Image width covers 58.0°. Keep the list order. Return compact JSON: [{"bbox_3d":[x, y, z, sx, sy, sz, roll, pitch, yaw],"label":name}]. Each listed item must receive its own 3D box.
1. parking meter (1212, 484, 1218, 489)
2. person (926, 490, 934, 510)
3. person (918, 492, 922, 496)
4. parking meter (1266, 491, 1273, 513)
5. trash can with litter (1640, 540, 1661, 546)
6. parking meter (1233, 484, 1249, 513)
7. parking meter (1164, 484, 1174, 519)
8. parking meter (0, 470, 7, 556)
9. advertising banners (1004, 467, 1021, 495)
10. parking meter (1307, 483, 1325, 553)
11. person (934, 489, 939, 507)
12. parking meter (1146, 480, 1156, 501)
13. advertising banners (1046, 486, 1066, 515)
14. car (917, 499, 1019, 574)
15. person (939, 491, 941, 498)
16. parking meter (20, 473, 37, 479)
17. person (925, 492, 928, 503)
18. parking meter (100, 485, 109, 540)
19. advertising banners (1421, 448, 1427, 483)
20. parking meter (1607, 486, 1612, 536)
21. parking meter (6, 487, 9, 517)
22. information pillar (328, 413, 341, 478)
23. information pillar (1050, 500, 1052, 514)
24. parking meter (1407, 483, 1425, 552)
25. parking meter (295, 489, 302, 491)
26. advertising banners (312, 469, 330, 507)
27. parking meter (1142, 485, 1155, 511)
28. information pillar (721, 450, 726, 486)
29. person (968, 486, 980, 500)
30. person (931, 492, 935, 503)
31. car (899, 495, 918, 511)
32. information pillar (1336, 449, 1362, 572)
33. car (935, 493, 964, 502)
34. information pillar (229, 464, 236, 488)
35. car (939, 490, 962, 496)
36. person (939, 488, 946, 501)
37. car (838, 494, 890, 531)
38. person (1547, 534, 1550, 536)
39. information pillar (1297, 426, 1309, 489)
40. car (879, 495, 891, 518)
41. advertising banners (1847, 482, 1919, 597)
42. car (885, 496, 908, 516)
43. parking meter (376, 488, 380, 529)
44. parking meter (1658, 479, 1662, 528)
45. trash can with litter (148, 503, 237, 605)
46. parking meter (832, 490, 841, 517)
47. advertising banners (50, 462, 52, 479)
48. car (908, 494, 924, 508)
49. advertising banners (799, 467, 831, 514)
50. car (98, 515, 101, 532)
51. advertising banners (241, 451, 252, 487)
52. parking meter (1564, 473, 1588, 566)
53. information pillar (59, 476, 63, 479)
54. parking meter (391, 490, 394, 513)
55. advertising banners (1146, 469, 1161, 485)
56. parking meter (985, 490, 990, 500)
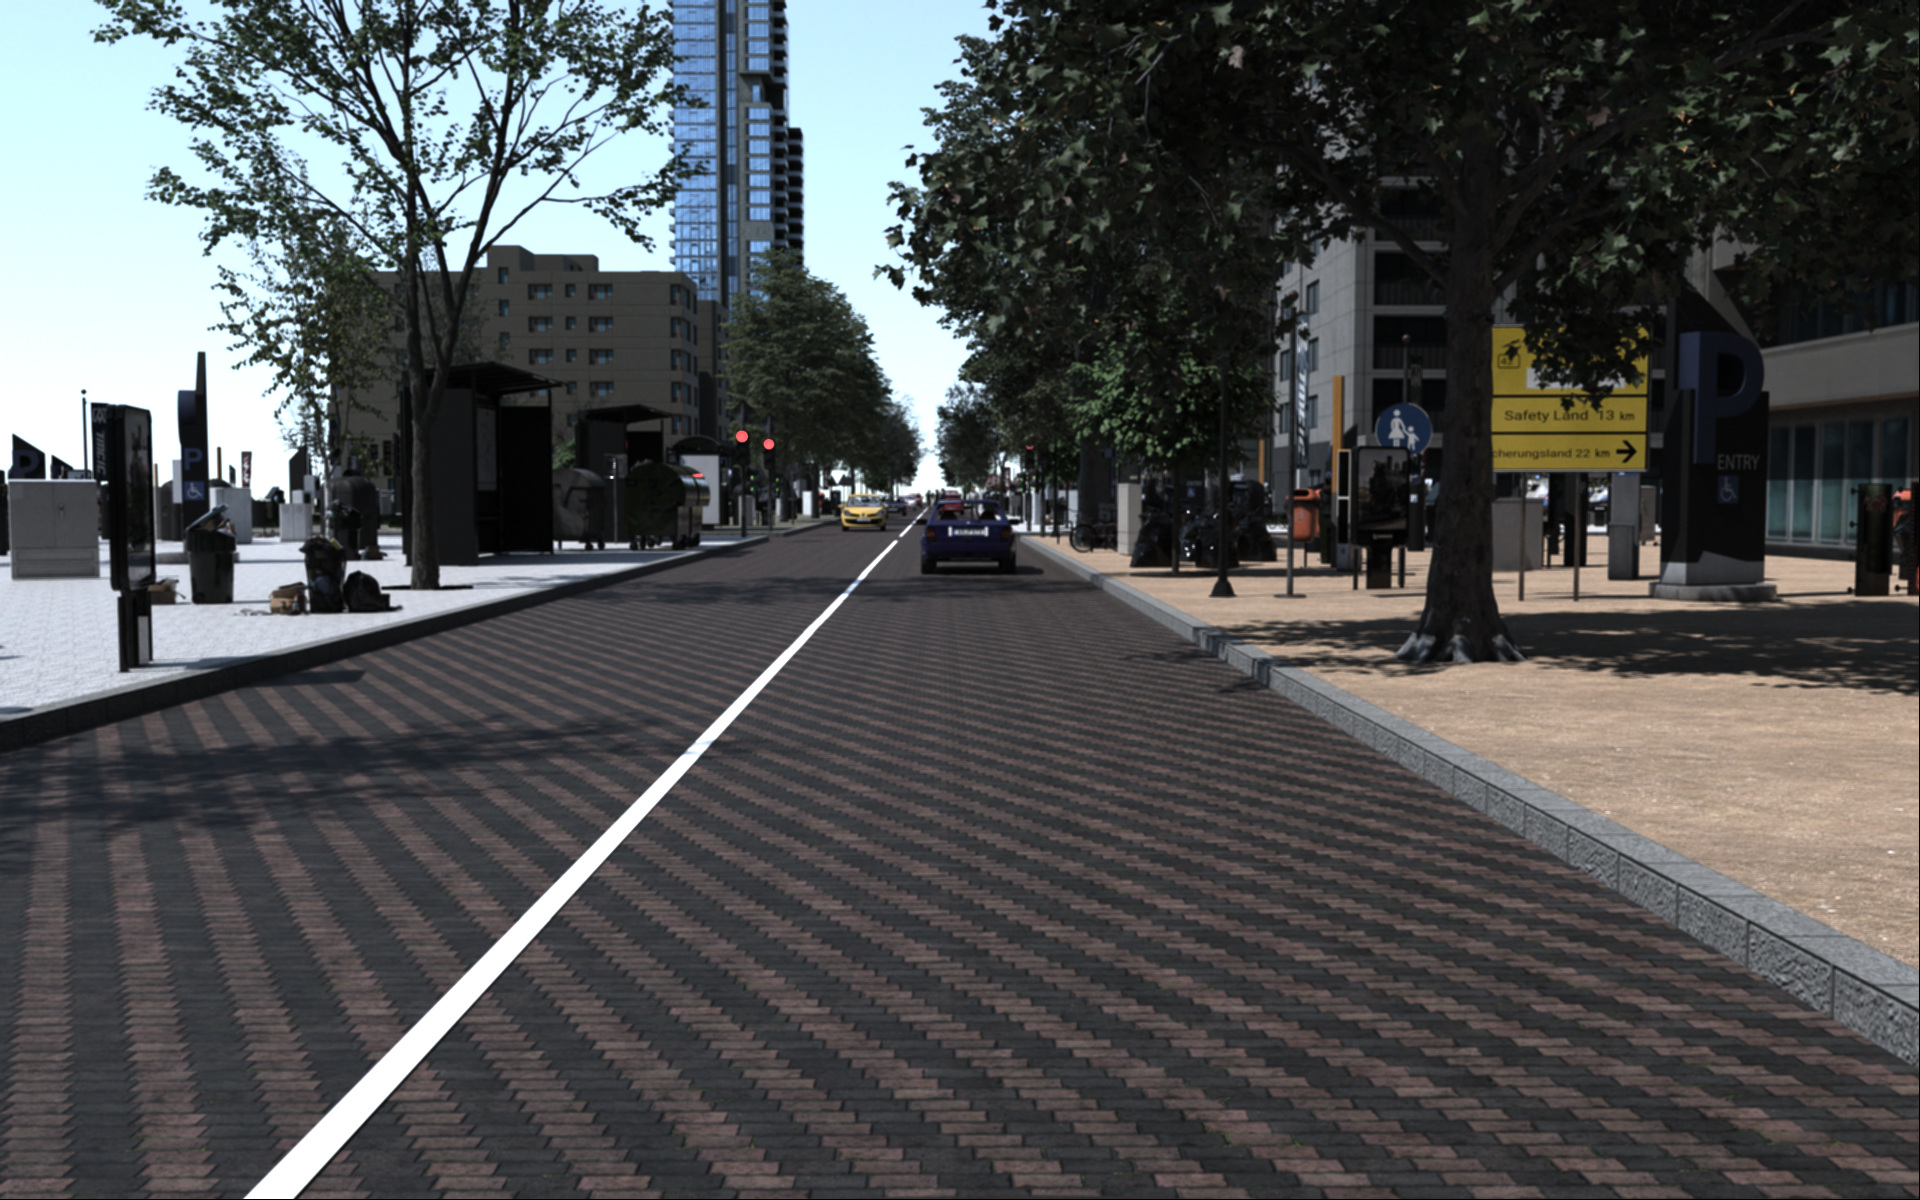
[{"bbox_3d":[14.800,-5.804,100.612,0.399,1.863,0.255,1,4,23],"label":"parking meter"},{"bbox_3d":[-2.819,-9.290,160.390,0.705,1.824,1.348,2,4,30],"label":"person"},{"bbox_3d":[-6.368,-15.762,266.943,1.217,1.736,0.721,0,4,-7],"label":"person"},{"bbox_3d":[18.025,-5.651,100.798,0.372,1.533,0.369,0,3,0],"label":"parking meter"},{"bbox_3d":[17.600,-1.940,42.775,2.233,1.210,1.678,2,4,24],"label":"trash can with litter"},{"bbox_3d":[6.841,-2.064,42.161,0.372,1.533,0.369,0,3,0],"label":"parking meter"},{"bbox_3d":[5.361,-2.170,43.885,0.372,1.533,0.369,0,3,0],"label":"parking meter"},{"bbox_3d":[-20.043,-1.852,35.985,0.399,1.863,0.255,0,4,-3],"label":"parking meter"},{"bbox_3d":[3.779,-7.079,111.927,2.074,3.025,0.090,0,4,6],"label":"advertising banners"},{"bbox_3d":[7.791,-1.805,37.929,0.372,1.533,0.369,0,3,0],"label":"parking meter"},{"bbox_3d":[-1.795,-7.576,132.544,0.526,1.800,0.537,-2,4,-23],"label":"person"},{"bbox_3d":[8.133,-4.164,73.791,0.399,1.863,0.255,-2,4,-25],"label":"parking meter"},{"bbox_3d":[5.883,-6.748,106.515,2.074,3.025,0.090,2,4,34],"label":"advertising banners"},{"bbox_3d":[0.148,-1.212,32.395,1.945,1.354,3.894,0,3,0],"label":"car"},{"bbox_3d":[-2.392,-11.794,201.862,0.617,1.759,0.750,3,4,37],"label":"person"},{"bbox_3d":[-25.568,-2.562,47.596,0.255,1.863,0.399,2,4,26],"label":"parking meter"},{"bbox_3d":[-5.392,-16.809,283.416,1.350,1.814,0.705,-2,4,-31],"label":"person"},{"bbox_3d":[-23.973,-2.466,48.732,0.372,1.533,0.369,0,3,0],"label":"parking meter"},{"bbox_3d":[11.018,-2.955,44.499,2.074,3.025,0.090,1,4,13],"label":"advertising banners"},{"bbox_3d":[19.822,-2.697,52.508,0.372,1.533,0.369,0,3,0],"label":"parking meter"},{"bbox_3d":[-27.726,-2.570,50.427,0.372,1.533,0.369,0,3,0],"label":"parking meter"},{"bbox_3d":[-18.162,-3.608,50.345,0.183,3.616,0.504,1,4,10],"label":"information pillar"},{"bbox_3d":[5.637,-6.147,104.996,0.304,2.012,0.304,2,4,26],"label":"information pillar"},{"bbox_3d":[10.218,-1.858,38.789,0.372,1.533,0.369,0,3,0],"label":"parking meter"},{"bbox_3d":[-34.959,-5.083,91.516,0.372,1.533,0.369,0,3,0],"label":"parking meter"},{"bbox_3d":[-44.737,-7.630,120.932,2.074,3.025,0.090,-3,5,-44],"label":"advertising banners"},{"bbox_3d":[5.299,-2.469,48.783,0.372,1.533,0.369,0,3,0],"label":"parking meter"},{"bbox_3d":[-11.829,-5.777,85.814,0.504,3.616,0.183,0,4,2],"label":"information pillar"},{"bbox_3d":[0.744,-4.931,88.960,0.661,1.843,0.795,2,4,25],"label":"person"},{"bbox_3d":[-4.551,-17.206,289.919,1.348,1.812,0.705,0,4,-2],"label":"person"},{"bbox_3d":[-4.725,-8.471,150.866,2.083,1.381,4.827,0,4,-1],"label":"car"},{"bbox_3d":[6.448,-1.478,28.654,0.304,2.012,0.304,-2,4,-33],"label":"information pillar"},{"bbox_3d":[-0.625,-6.694,118.494,2.155,1.783,4.494,0,4,-1],"label":"car"},{"bbox_3d":[-56.439,-8.748,134.384,0.504,3.616,0.183,0,4,5],"label":"information pillar"},{"bbox_3d":[-0.932,-9.804,168.974,2.281,1.827,5.304,0,4,0],"label":"car"},{"bbox_3d":[-1.166,-5.803,103.651,0.573,1.790,0.520,2,4,23],"label":"person"},{"bbox_3d":[-3.748,-3.522,67.813,2.015,1.641,3.980,0,4,-2],"label":"car"},{"bbox_3d":[18.653,-2.742,55.140,0.589,1.601,0.330,-2,4,-28],"label":"person"},{"bbox_3d":[9.899,-3.589,50.043,0.504,3.616,0.183,-3,5,-43],"label":"information pillar"},{"bbox_3d":[-5.154,-5.598,103.531,2.014,1.417,4.499,0,4,-2],"label":"car"},{"bbox_3d":[12.144,-1.563,21.743,2.074,3.025,0.090,-1,4,-10],"label":"advertising banners"},{"bbox_3d":[-4.371,-6.181,113.643,1.945,1.354,3.894,0,4,-1],"label":"car"},{"bbox_3d":[-21.414,-3.361,63.355,0.372,1.533,0.369,0,3,0],"label":"parking meter"},{"bbox_3d":[26.752,-3.671,65.729,0.255,1.863,0.399,-2,4,-33],"label":"parking meter"},{"bbox_3d":[-8.987,-0.538,20.186,1.055,1.170,0.624,-1,4,-21],"label":"trash can with litter"},{"bbox_3d":[-6.886,-5.449,97.495,0.372,1.533,0.369,0,3,0],"label":"parking meter"},{"bbox_3d":[-48.153,-5.839,91.657,0.090,3.025,2.074,-2,4,-30],"label":"advertising banners"},{"bbox_3d":[-4.858,-10.604,182.413,2.155,1.783,4.494,0,4,0],"label":"car"},{"bbox_3d":[-9.287,-7.028,111.100,2.074,3.025,0.090,-1,4,-19],"label":"advertising banners"},{"bbox_3d":[-29.851,-2.657,56.018,3.894,1.354,1.945,0,3,0],"label":"car"},{"bbox_3d":[-29.791,-4.565,70.820,2.074,3.025,0.090,1,4,16],"label":"advertising banners"},{"bbox_3d":[10.958,-1.534,30.795,0.399,1.863,0.255,-3,5,-40],"label":"parking meter"},{"bbox_3d":[-35.635,-3.942,68.942,0.304,2.012,0.304,-3,5,-44],"label":"information pillar"},{"bbox_3d":[-30.837,-5.266,94.511,0.372,1.533,0.369,0,3,0],"label":"parking meter"},{"bbox_3d":[13.872,-7.797,123.675,0.090,3.025,2.074,-2,4,-24],"label":"advertising banners"},{"bbox_3d":[1.848,-6.648,117.109,0.372,1.533,0.369,0,3,0],"label":"parking meter"}]
